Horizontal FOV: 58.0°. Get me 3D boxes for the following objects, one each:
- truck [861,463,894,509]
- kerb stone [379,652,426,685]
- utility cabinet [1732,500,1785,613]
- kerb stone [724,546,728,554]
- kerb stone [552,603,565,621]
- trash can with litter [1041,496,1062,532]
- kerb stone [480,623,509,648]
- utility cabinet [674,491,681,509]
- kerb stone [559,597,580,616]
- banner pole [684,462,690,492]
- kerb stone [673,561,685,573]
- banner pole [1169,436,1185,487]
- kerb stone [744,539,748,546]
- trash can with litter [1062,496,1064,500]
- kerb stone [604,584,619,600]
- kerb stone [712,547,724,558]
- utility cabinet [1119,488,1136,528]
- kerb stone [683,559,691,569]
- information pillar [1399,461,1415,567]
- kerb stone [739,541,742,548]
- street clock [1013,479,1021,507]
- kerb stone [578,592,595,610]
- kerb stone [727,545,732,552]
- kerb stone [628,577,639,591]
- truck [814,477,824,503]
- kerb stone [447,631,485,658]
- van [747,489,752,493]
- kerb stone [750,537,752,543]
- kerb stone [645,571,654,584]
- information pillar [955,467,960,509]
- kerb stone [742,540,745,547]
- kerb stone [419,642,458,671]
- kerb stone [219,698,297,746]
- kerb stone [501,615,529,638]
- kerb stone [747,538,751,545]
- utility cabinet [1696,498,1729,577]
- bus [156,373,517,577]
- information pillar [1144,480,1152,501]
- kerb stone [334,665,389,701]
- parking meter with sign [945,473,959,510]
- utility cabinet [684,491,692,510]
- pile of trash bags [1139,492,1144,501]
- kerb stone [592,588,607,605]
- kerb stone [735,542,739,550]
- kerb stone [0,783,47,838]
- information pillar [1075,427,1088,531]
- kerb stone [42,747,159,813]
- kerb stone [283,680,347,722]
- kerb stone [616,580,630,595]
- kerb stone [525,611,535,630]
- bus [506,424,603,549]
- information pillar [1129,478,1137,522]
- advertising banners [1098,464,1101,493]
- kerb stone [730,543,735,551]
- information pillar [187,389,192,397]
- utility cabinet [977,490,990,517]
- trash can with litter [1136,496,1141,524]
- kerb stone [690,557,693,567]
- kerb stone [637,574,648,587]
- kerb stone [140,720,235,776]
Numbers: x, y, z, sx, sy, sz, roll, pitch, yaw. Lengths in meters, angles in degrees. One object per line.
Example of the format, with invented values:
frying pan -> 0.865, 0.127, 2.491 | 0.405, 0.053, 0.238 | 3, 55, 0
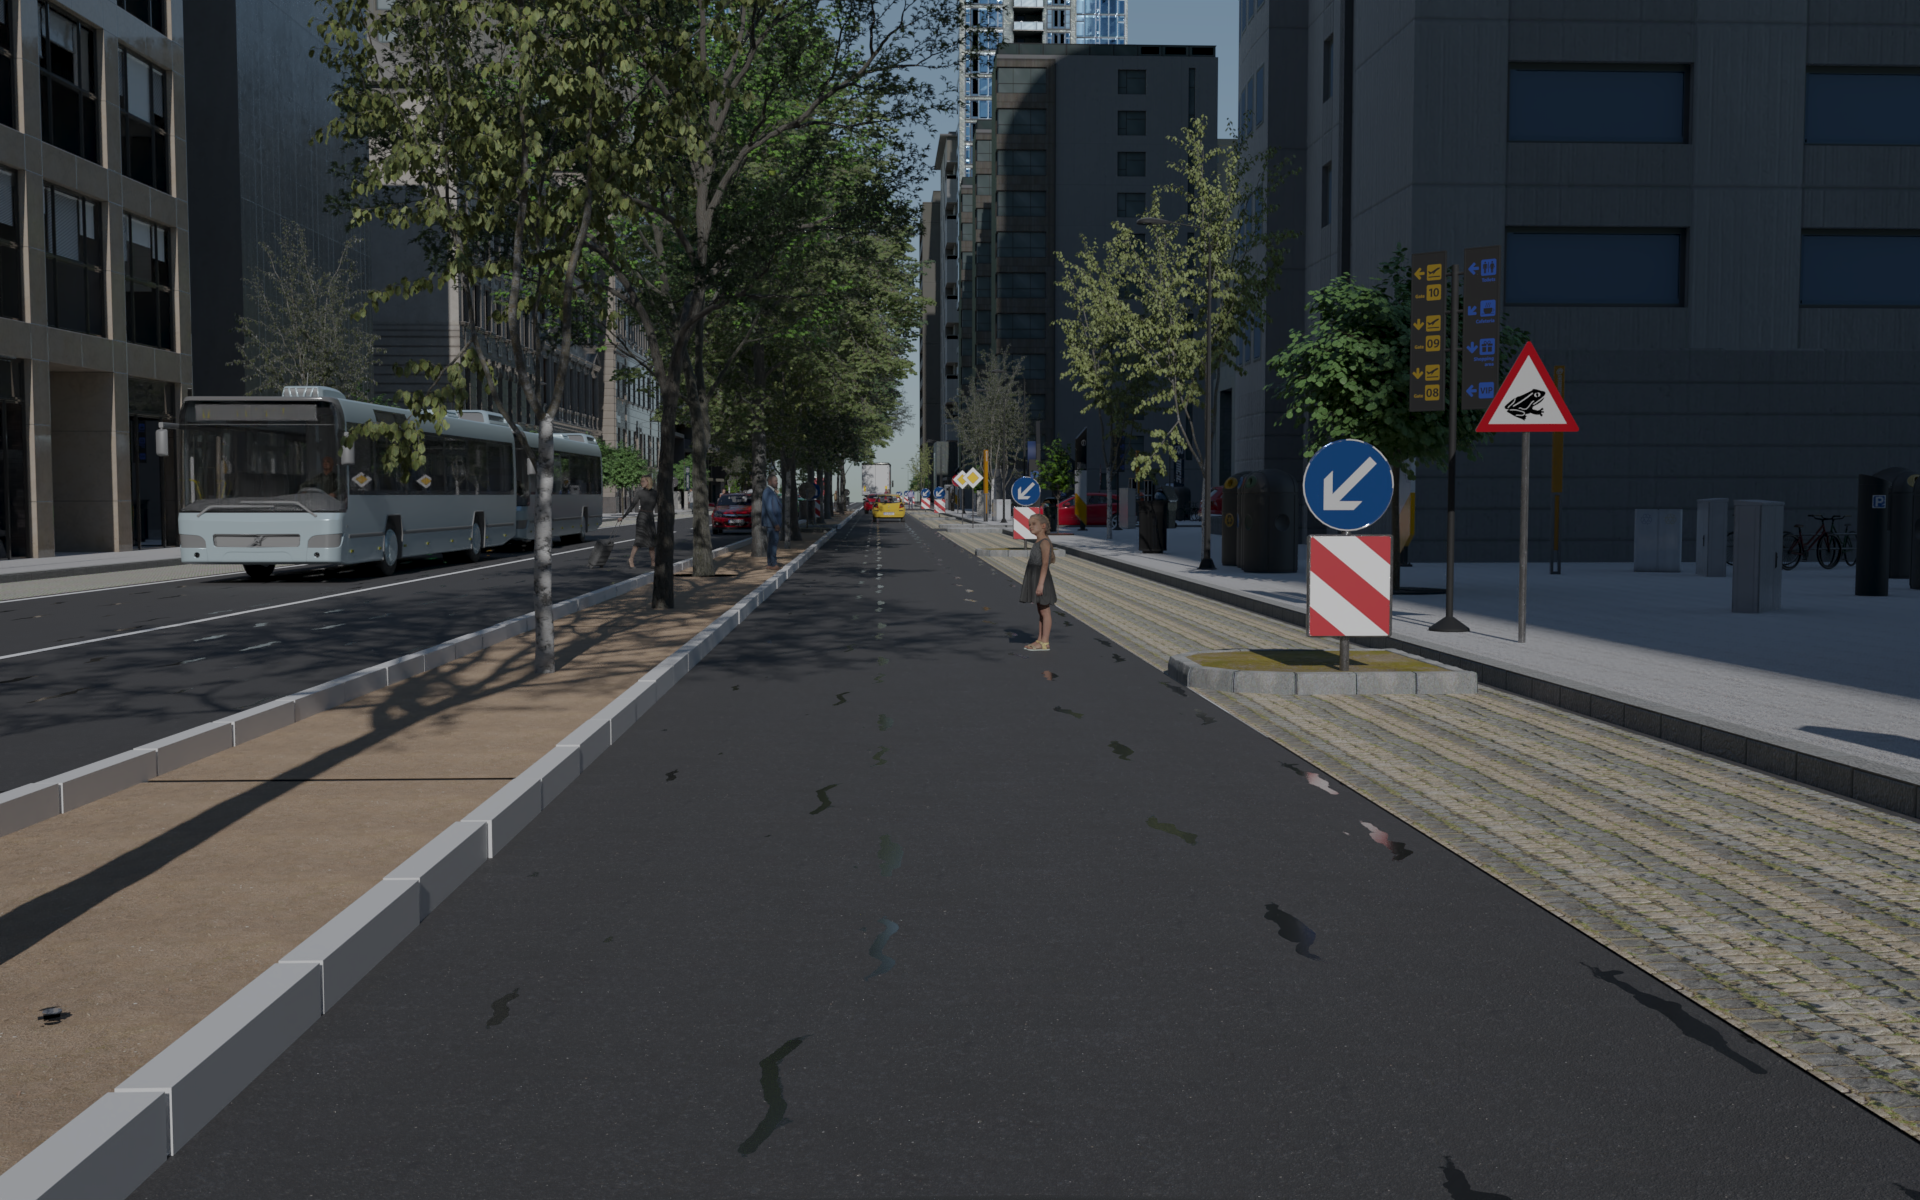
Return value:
truck -> -7.609, -10.420, 159.273 | 2.839, 4.237, 11.283 | 0, 4, -1
kerb stone -> -4.325, 0.542, 13.336 | 0.120, 0.150, 1.000 | 0, 4, -3
utility cabinet -> 8.781, -0.482, 19.039 | 0.306, 1.237, 1.020 | 3, 4, 38
kerb stone -> -5.654, -1.150, 41.006 | 0.120, 0.150, 1.000 | 0, 4, -3
kerb stone -> -4.622, 0.166, 19.487 | 0.120, 0.150, 1.000 | 0, 4, -3
trash can with litter -> 2.989, -2.916, 59.071 | 0.624, 1.170, 1.055 | -1, 4, -8
kerb stone -> -4.466, 0.356, 16.413 | 0.120, 0.150, 1.000 | 0, 4, -3
utility cabinet -> -23.618, -8.303, 144.433 | 0.318, 1.500, 1.173 | -2, 4, -32
kerb stone -> -4.680, 0.103, 20.515 | 0.120, 0.150, 1.000 | 0, 4, -3
banner pole -> -21.551, -8.956, 136.455 | 0.401, 3.779, 0.863 | 2, 4, 33
kerb stone -> -5.216, -0.585, 31.781 | 0.120, 0.150, 1.000 | 0, 4, -3
banner pole -> 9.215, -5.149, 74.206 | 0.863, 3.779, 0.401 | 1, 4, 16
kerb stone -> -5.943, -1.527, 47.162 | 0.120, 0.150, 1.000 | 0, 4, -3
trash can with litter -> 4.879, -4.730, 88.728 | 0.624, 1.170, 1.055 | -3, 4, -36
kerb stone -> -4.815, -0.085, 23.586 | 0.120, 0.150, 1.000 | 0, 4, -3
kerb stone -> -5.601, -1.084, 39.980 | 0.120, 0.150, 1.000 | 0, 4, -3
utility cabinet -> 6.223, -3.401, 64.277 | 0.318, 1.500, 1.173 | -1, 4, -11
kerb stone -> -5.258, -0.649, 32.802 | 0.120, 0.150, 1.000 | 0, 4, -3
information pillar -> 7.869, -2.393, 30.480 | 0.183, 3.616, 0.504 | -1, 4, -10
kerb stone -> -5.847, -1.399, 45.120 | 0.120, 0.150, 1.000 | 0, 4, -3
street clock -> 2.761, -4.734, 81.976 | 0.358, 2.002, 0.471 | -3, 5, -41
kerb stone -> -4.716, 0.040, 21.537 | 0.120, 0.150, 1.000 | 0, 4, -3
kerb stone -> -5.701, -1.202, 42.037 | 0.120, 0.150, 1.000 | 0, 4, -3
kerb stone -> -4.916, -0.205, 25.628 | 0.120, 0.150, 1.000 | 0, 4, -3
truck -> -23.464, -18.192, 286.349 | 2.839, 4.237, 11.283 | 0, 4, -4
kerb stone -> -4.421, 0.416, 15.392 | 0.120, 0.150, 1.000 | 0, 4, -3
van -> -16.597, -8.170, 140.582 | 2.013, 2.044, 4.112 | 0, 4, -1
kerb stone -> -6.044, -1.652, 49.204 | 0.120, 0.150, 1.000 | 0, 4, -3
kerb stone -> -5.017, -0.336, 27.685 | 0.120, 0.150, 1.000 | 0, 4, -3
information pillar -> -0.233, -9.519, 146.984 | 0.504, 3.616, 0.183 | -2, 4, -33
kerb stone -> -5.896, -1.465, 46.141 | 0.120, 0.150, 1.000 | 0, 4, -3
kerb stone -> -4.370, 0.483, 14.361 | 0.120, 0.150, 1.000 | 0, 4, -3
kerb stone -> -4.172, 0.730, 10.259 | 0.120, 0.150, 1.000 | 0, 4, -3
kerb stone -> -4.525, 0.291, 17.437 | 0.120, 0.150, 1.000 | 0, 4, -3
kerb stone -> -5.989, -1.585, 48.184 | 0.120, 0.150, 1.000 | 0, 4, -3
utility cabinet -> 11.806, -0.983, 27.227 | 0.306, 1.237, 1.020 | 1, 4, 14
bus -> -11.198, -2.322, 32.832 | 2.948, 3.499, 13.247 | 0, 4, -2
information pillar -> 9.912, -5.306, 91.241 | 0.304, 2.012, 0.304 | -3, 4, -36
kerb stone -> -4.282, 0.604, 12.314 | 0.120, 0.150, 1.000 | 0, 4, -3
parking meter with sign -> -0.925, -8.915, 142.017 | 1.738, 3.016, 0.543 | 0, 4, -3
utility cabinet -> -21.141, -7.753, 135.444 | 0.318, 1.500, 1.173 | 1, 4, 21
pile of trash bags -> 8.823, -5.252, 95.622 | 3.447, 1.369, 1.912 | 3, 5, 44
kerb stone -> -4.766, -0.022, 22.558 | 0.120, 0.150, 1.000 | 0, 4, -3
kerb stone -> -5.800, -1.336, 44.086 | 0.120, 0.150, 1.000 | 0, 4, -3
kerb stone -> -4.035, 0.918, 7.187 | 0.120, 0.150, 1.000 | 0, 4, -3
information pillar -> 4.239, -4.234, 60.574 | 0.504, 3.616, 0.183 | -3, 4, -38
kerb stone -> -4.078, 0.859, 8.208 | 0.120, 0.150, 1.000 | 0, 4, -3
kerb stone -> -4.225, 0.667, 11.285 | 0.120, 0.150, 1.000 | 0, 4, -3
kerb stone -> -4.855, -0.148, 24.607 | 0.120, 0.150, 1.000 | 0, 4, -3
kerb stone -> -4.570, 0.228, 18.466 | 0.120, 0.150, 1.000 | 0, 4, -3
bus -> -12.051, -3.211, 47.354 | 2.948, 3.499, 13.247 | 0, 4, -3
information pillar -> 7.928, -4.579, 79.356 | 0.304, 2.012, 0.304 | -1, 4, -19
advertising banners -> 8.096, -6.389, 100.645 | 0.090, 3.025, 2.074 | 0, 4, 1
kerb stone -> -5.750, -1.276, 43.065 | 0.120, 0.150, 1.000 | 0, 4, -3
information pillar -> -17.186, -2.897, 38.724 | 0.183, 3.616, 0.504 | -2, 4, -26
utility cabinet -> 1.308, -5.459, 97.931 | 0.318, 1.500, 1.173 | 2, 4, 23
trash can with litter -> 7.147, -3.879, 74.487 | 2.233, 1.210, 1.678 | 1, 4, 19
kerb stone -> -5.306, -0.711, 33.823 | 0.120, 0.150, 1.000 | 0, 4, -3
kerb stone -> -4.963, -0.270, 26.657 | 0.120, 0.150, 1.000 | 0, 4, -3
kerb stone -> -4.128, 0.793, 9.229 | 0.120, 0.150, 1.000 | 0, 4, -3
